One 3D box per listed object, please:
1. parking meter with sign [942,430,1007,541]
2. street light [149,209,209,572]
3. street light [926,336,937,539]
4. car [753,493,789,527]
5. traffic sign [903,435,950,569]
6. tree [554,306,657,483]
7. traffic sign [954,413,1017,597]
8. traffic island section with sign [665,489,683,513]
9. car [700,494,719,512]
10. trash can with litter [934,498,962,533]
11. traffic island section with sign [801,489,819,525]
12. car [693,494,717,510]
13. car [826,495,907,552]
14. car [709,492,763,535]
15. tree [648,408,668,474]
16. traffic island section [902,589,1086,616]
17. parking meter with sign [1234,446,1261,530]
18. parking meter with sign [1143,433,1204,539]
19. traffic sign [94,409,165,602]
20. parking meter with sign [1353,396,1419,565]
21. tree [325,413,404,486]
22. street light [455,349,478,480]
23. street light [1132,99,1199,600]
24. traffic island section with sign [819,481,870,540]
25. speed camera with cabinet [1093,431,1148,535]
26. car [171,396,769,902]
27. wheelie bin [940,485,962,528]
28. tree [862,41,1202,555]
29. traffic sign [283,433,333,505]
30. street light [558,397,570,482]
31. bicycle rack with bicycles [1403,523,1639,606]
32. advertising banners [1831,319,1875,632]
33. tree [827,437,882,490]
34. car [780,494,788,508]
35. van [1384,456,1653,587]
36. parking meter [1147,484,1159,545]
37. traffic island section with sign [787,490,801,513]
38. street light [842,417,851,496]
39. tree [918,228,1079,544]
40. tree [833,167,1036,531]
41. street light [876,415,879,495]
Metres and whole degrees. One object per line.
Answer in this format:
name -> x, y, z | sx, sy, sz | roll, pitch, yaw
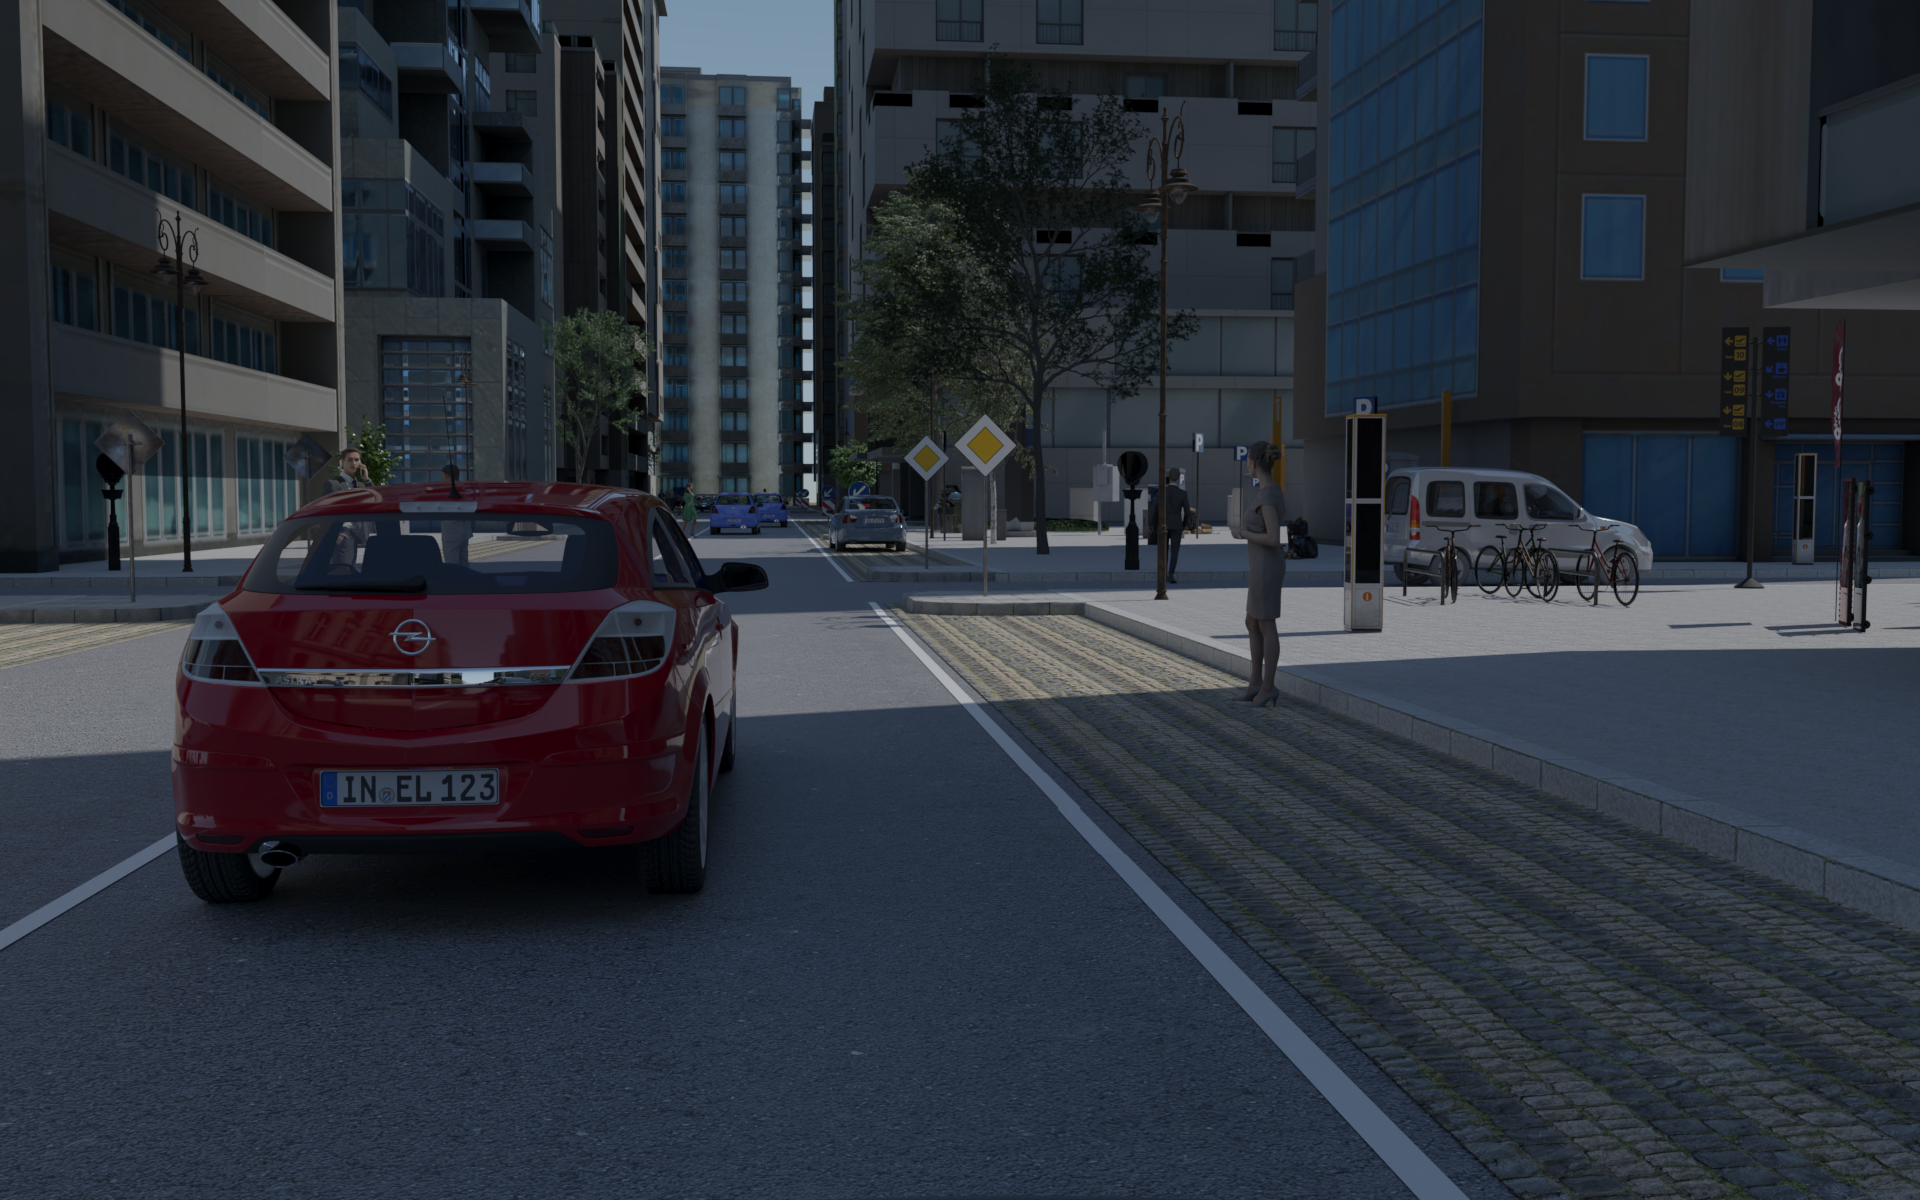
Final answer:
parking meter with sign -> 0.399, -3.148, 47.725 | 1.738, 3.016, 0.543 | 0, 4, -3
street light -> -12.743, -3.401, 28.401 | 0.468, 5.910, 1.993 | 0, 4, -6
street light -> -0.808, -4.707, 49.745 | 0.468, 5.910, 1.993 | 0, 4, -6
car -> -8.414, -4.034, 75.552 | 1.945, 1.707, 3.694 | 0, 4, -8
traffic sign -> -0.572, -1.585, 29.558 | 0.795, 2.450, 0.064 | 0, 4, -6
tree -> -20.773, -10.342, 94.849 | 9.928, 11.665, 9.643 | 0, 3, 0
traffic sign -> 0.312, -1.100, 21.622 | 0.795, 2.450, 0.064 | 0, 4, -6
traffic island section with sign -> -21.670, -7.404, 129.686 | 1.989, 1.847, 2.006 | 0, 4, -6
car -> -20.318, -7.944, 141.680 | 2.131, 1.459, 4.920 | 0, 4, -7
trash can with litter -> -0.280, -2.761, 56.536 | 1.055, 1.170, 0.624 | -3, 5, -41
traffic island section with sign -> -6.318, -4.451, 81.401 | 1.989, 1.847, 2.006 | 0, 4, -6
car -> -20.047, -7.571, 135.582 | 2.131, 1.459, 4.920 | 0, 4, -7
car -> -2.382, -1.967, 44.159 | 2.014, 1.417, 4.499 | 0, 4, -8
car -> -8.060, -3.222, 62.277 | 1.945, 1.707, 3.694 | 0, 4, -5
tree -> -26.484, -11.817, 143.562 | 4.360, 8.622, 3.978 | 0, 3, 0
traffic island section -> 0.335, 0.035, 21.702 | 2.009, 0.180, 2.903 | 0, 4, -6
parking meter with sign -> 10.375, -4.004, 61.730 | 0.543, 3.016, 1.738 | -1, 4, -16
parking meter with sign -> 6.113, -3.289, 50.031 | 1.738, 3.016, 0.543 | 2, 4, 33
traffic sign -> -9.822, -1.032, 20.518 | 0.795, 2.450, 0.064 | 0, 4, -6
parking meter with sign -> 7.982, -2.158, 31.547 | 1.738, 3.016, 0.543 | -2, 4, -30
tree -> -14.264, -2.878, 41.655 | 1.663, 3.219, 1.824 | 0, 3, 0
street light -> -15.740, -5.049, 55.343 | 0.468, 5.910, 1.993 | 0, 4, -6
street light -> 2.447, -2.940, 20.860 | 0.468, 5.910, 1.993 | 0, 4, -6
traffic island section with sign -> -3.306, -2.800, 54.405 | 1.989, 1.847, 2.006 | 0, 4, -6
speed camera with cabinet -> 5.202, -3.653, 54.067 | 2.038, 3.252, 0.660 | 2, 4, 28
car -> -1.933, 0.087, 7.625 | 2.155, 1.783, 4.494 | 0, 4, -5
wheelie bin -> -0.254, -3.077, 58.212 | 0.693, 1.594, 0.980 | -3, 5, -42
tree -> 1.427, -6.246, 36.531 | 7.601, 10.594, 8.767 | 0, 4, -8
traffic sign -> -10.706, -1.518, 28.454 | 0.795, 2.450, 0.064 | 0, 4, -6
street light -> -18.765, -6.697, 82.283 | 0.468, 5.910, 1.993 | 0, 4, -6
bicycle rack with bicycles -> 6.592, -0.465, 20.987 | 2.852, 0.926, 2.925 | 0, 4, 2
advertising banners -> 8.666, -1.264, 16.862 | 0.090, 3.025, 2.074 | 1, 4, 18
tree -> -6.033, -7.117, 100.077 | 4.285, 4.588, 4.351 | 0, 3, 0
car -> -9.814, -4.904, 88.969 | 1.959, 1.807, 4.718 | 0, 4, -7
van -> 8.631, -1.219, 26.945 | 4.112, 2.044, 2.013 | 0, 4, -6
parking meter -> 4.919, -2.158, 43.697 | 0.372, 1.533, 0.369 | 0, 3, 0
traffic island section with sign -> -11.822, -7.470, 130.769 | 1.989, 1.847, 2.006 | 0, 4, -6
street light -> -6.804, -8.031, 104.087 | 0.468, 5.910, 1.993 | 0, 4, -6
tree -> 0.893, -5.727, 43.993 | 4.360, 8.622, 3.978 | 0, 3, 0
tree -> -1.125, -8.727, 60.811 | 7.486, 12.596, 7.792 | 0, 3, 0
street light -> -3.708, -6.383, 77.155 | 0.468, 5.910, 1.993 | 0, 4, -6
